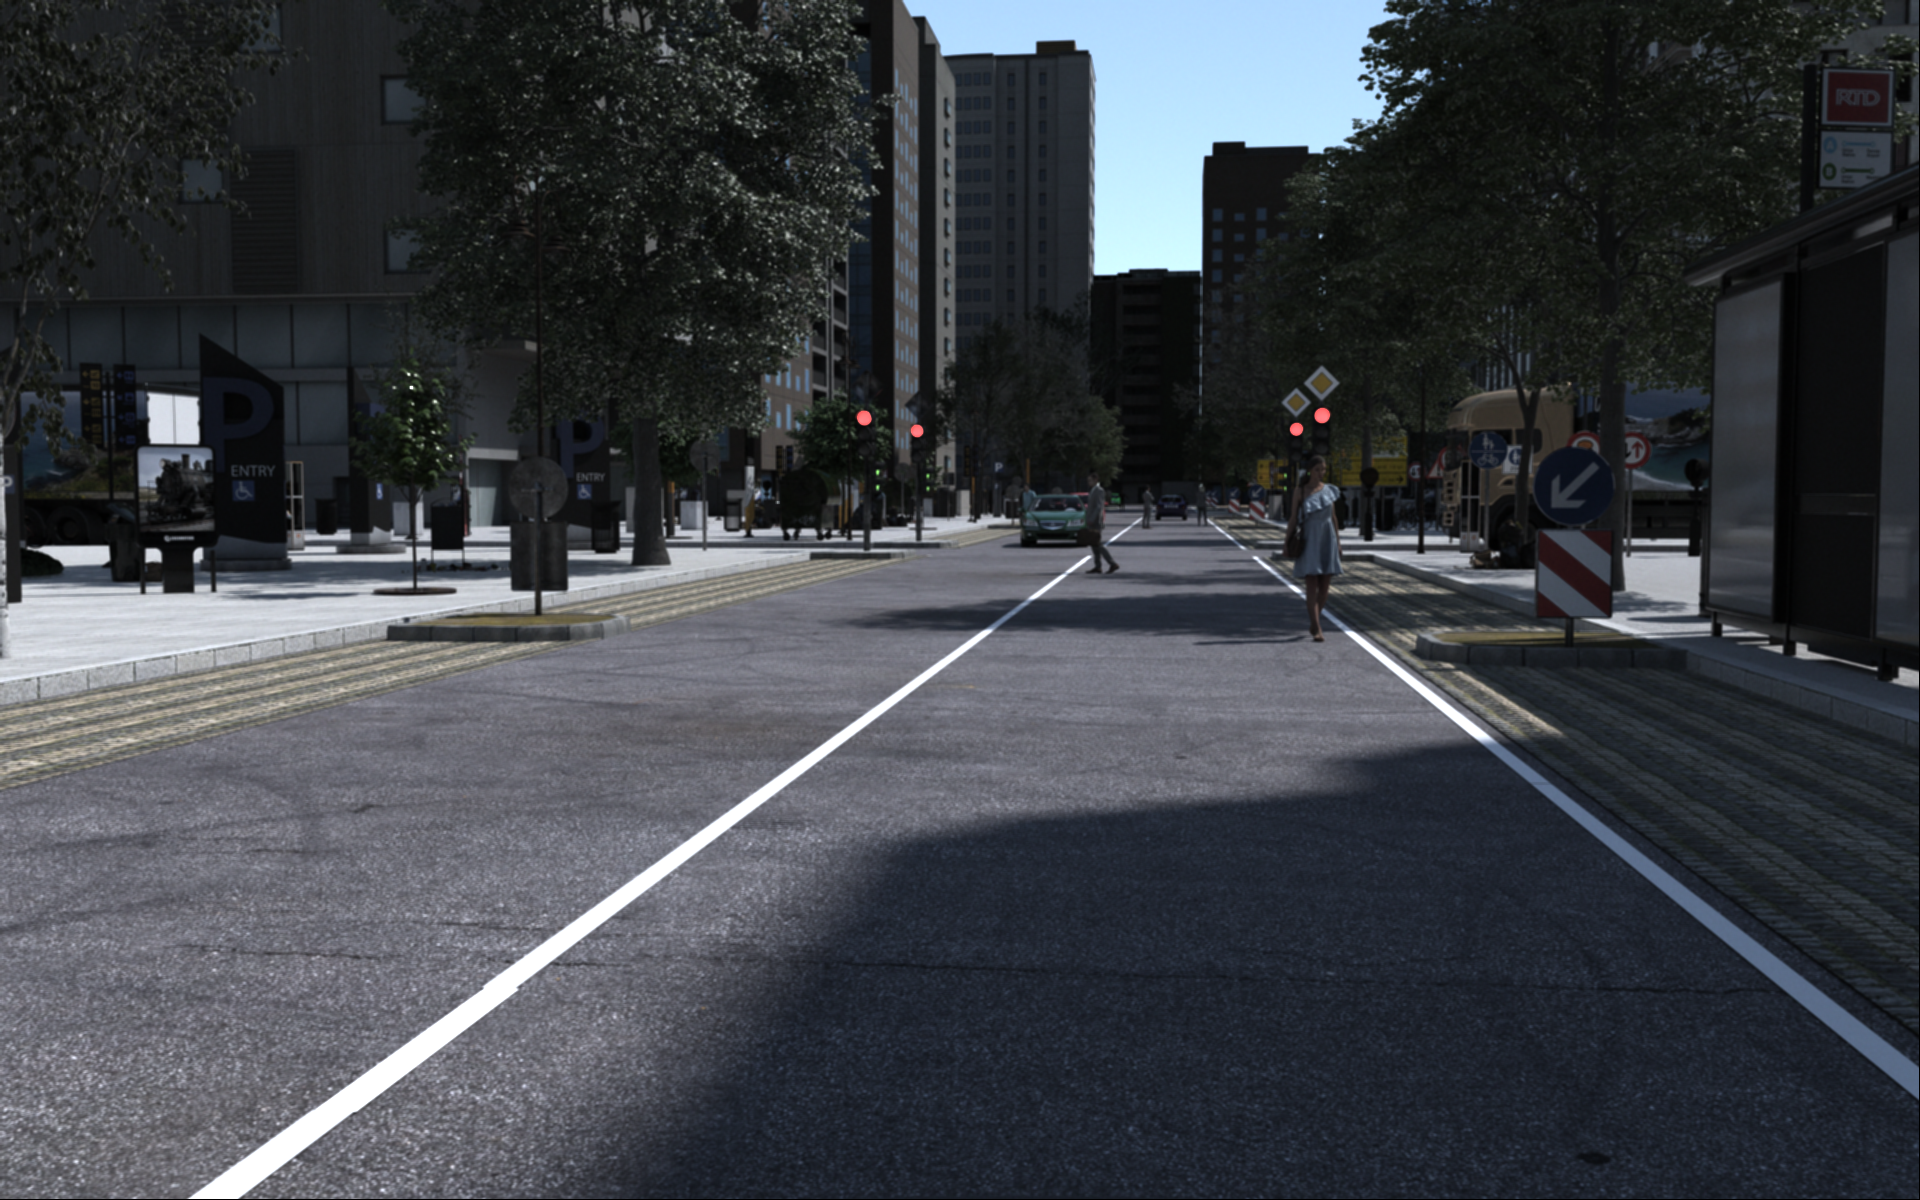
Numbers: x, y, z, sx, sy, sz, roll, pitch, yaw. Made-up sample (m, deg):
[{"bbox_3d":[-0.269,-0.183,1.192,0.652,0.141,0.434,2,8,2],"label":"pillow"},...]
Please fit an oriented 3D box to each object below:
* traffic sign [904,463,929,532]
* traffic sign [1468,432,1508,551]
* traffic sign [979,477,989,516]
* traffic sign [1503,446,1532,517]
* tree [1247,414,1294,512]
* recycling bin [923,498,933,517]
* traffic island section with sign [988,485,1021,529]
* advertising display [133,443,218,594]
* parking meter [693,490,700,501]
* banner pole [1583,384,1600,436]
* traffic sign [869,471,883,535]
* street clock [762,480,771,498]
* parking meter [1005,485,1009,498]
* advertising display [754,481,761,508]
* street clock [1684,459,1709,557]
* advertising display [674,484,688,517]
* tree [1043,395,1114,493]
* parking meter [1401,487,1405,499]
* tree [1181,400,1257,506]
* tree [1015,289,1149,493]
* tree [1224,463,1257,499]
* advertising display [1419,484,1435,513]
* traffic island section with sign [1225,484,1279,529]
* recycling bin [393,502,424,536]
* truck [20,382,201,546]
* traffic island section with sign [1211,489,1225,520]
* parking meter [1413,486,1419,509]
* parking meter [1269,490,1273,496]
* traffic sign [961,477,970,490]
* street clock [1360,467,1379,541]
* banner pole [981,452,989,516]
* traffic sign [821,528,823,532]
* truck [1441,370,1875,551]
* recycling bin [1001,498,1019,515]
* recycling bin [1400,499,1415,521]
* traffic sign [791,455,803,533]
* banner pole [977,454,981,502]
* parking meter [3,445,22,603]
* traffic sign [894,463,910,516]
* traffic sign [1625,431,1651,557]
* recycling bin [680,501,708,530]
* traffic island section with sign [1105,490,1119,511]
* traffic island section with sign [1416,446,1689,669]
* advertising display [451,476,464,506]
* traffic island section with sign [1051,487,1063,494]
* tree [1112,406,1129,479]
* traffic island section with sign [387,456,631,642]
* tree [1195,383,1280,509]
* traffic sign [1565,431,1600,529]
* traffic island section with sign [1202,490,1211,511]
[{"bbox_3d":[-1.489,-3.615,59.115,0.884,2.594,0.081,1,4,12],"label":"traffic sign"},{"bbox_3d":[10.772,-2.158,35.396,0.768,2.556,0.104,1,4,13],"label":"traffic sign"},{"bbox_3d":[1.403,-6.073,101.424,0.606,2.300,0.079,1,4,9],"label":"traffic sign"},{"bbox_3d":[11.614,-2.080,36.143,0.606,2.300,0.079,1,4,12],"label":"traffic sign"},{"bbox_3d":[21.948,-10.570,123.175,4.360,8.622,3.978,0,3,0],"label":"tree"},{"bbox_3d":[-1.657,-5.286,98.984,0.722,1.027,0.722,3,4,37],"label":"recycling bin"},{"bbox_3d":[2.224,-3.843,71.466,1.989,1.847,2.006,0,4,7],"label":"traffic island section with sign"},{"bbox_3d":[-10.122,-1.050,22.374,0.974,1.923,0.123,-2,4,-35],"label":"advertising display"},{"bbox_3d":[-14.750,-5.424,97.096,0.372,1.533,0.369,0,3,0],"label":"parking meter"},{"bbox_3d":[13.296,-2.830,36.281,0.401,3.779,0.863,-3,5,-43],"label":"banner pole"},{"bbox_3d":[-2.831,-3.318,54.247,0.884,2.594,0.081,1,4,14],"label":"traffic sign"},{"bbox_3d":[-10.198,-5.309,91.380,0.471,2.002,0.358,-3,5,-42],"label":"street clock"},{"bbox_3d":[3.027,-6.259,108.050,0.399,1.863,0.255,3,4,36],"label":"parking meter"},{"bbox_3d":[-10.280,-5.018,87.260,0.123,1.923,0.974,1,4,20],"label":"advertising display"},{"bbox_3d":[15.136,-1.898,35.605,0.358,2.002,0.471,-1,4,-21],"label":"street clock"},{"bbox_3d":[-15.685,-5.613,96.987,0.974,1.923,0.123,-3,5,-40],"label":"advertising display"},{"bbox_3d":[12.342,-15.631,181.324,9.928,11.665,9.643,0,3,0],"label":"tree"},{"bbox_3d":[27.008,-6.131,105.949,0.399,1.863,0.255,2,4,32],"label":"parking meter"},{"bbox_3d":[28.617,-16.610,188.585,9.611,12.733,9.660,0,3,0],"label":"tree"},{"bbox_3d":[11.642,-18.468,157.839,12.611,20.169,13.585,0,3,0],"label":"tree"},{"bbox_3d":[27.902,-11.517,172.014,4.285,4.588,4.351,0,3,0],"label":"tree"},{"bbox_3d":[28.672,-6.186,106.353,0.974,1.923,0.123,1,4,9],"label":"advertising display"},{"bbox_3d":[11.972,-3.795,70.681,1.989,1.847,2.006,0,4,7],"label":"traffic island section with sign"},{"bbox_3d":[-16.979,-2.493,53.318,0.722,1.027,0.722,0,3,0],"label":"recycling bin"},{"bbox_3d":[-25.738,-3.453,45.371,11.283,4.237,2.839,0,4,8],"label":"truck"},{"bbox_3d":[15.306,-5.440,97.573,1.989,1.847,2.006,0,4,7],"label":"traffic island section with sign"},{"bbox_3d":[31.320,-6.928,118.978,0.399,1.863,0.255,2,4,29],"label":"parking meter"},{"bbox_3d":[19.097,-6.155,106.343,0.255,1.863,0.399,1,4,9],"label":"parking meter"},{"bbox_3d":[0.368,-6.194,103.403,0.606,2.300,0.079,1,4,10],"label":"traffic sign"},{"bbox_3d":[11.111,-2.599,47.057,0.471,2.002,0.358,0,4,-2],"label":"street clock"},{"bbox_3d":[1.607,-6.940,103.480,0.401,3.779,0.863,0,4,1],"label":"banner pole"},{"bbox_3d":[-4.593,-3.514,57.461,0.884,2.594,0.081,1,4,14],"label":"traffic sign"},{"bbox_3d":[16.493,-3.155,40.502,11.283,4.237,2.839,0,4,6],"label":"truck"},{"bbox_3d":[3.078,-5.597,104.071,0.722,1.027,0.722,1,4,19],"label":"recycling bin"},{"bbox_3d":[21.658,-4.361,83.856,0.722,1.027,0.722,0,4,1],"label":"recycling bin"},{"bbox_3d":[-5.260,-3.476,56.829,0.884,2.594,0.081,1,4,15],"label":"traffic sign"},{"bbox_3d":[1.218,-7.185,107.491,0.401,3.779,0.863,2,4,31],"label":"banner pole"},{"bbox_3d":[-11.276,-0.893,20.313,0.255,1.863,0.399,1,4,20],"label":"parking meter"},{"bbox_3d":[-2.329,-4.293,70.302,0.768,2.556,0.104,1,4,16],"label":"traffic sign"},{"bbox_3d":[13.615,-2.146,35.197,0.768,2.556,0.104,1,4,10],"label":"traffic sign"},{"bbox_3d":[-9.535,-3.031,62.108,0.722,1.027,0.722,2,4,29],"label":"recycling bin"},{"bbox_3d":[15.070,-10.174,174.974,1.989,1.847,2.006,0,4,7],"label":"traffic island section with sign"},{"bbox_3d":[5.085,-0.400,15.172,1.989,1.847,2.006,0,4,7],"label":"traffic island section with sign"},{"bbox_3d":[-18.046,-3.486,62.210,0.123,1.923,0.974,-3,4,-37],"label":"advertising display"},{"bbox_3d":[5.552,-5.485,98.308,1.989,1.847,2.006,0,4,7],"label":"traffic island section with sign"},{"bbox_3d":[15.600,-17.178,198.983,7.486,12.596,7.792,0,3,0],"label":"tree"},{"bbox_3d":[-4.456,-0.549,17.597,1.989,1.847,2.006,0,4,7],"label":"traffic island section with sign"},{"bbox_3d":[24.585,-13.900,153.015,9.928,11.665,9.643,0,3,0],"label":"tree"},{"bbox_3d":[12.600,-2.133,34.988,0.768,2.556,0.104,1,4,14],"label":"traffic sign"},{"bbox_3d":[21.411,-8.452,146.825,1.989,1.847,2.006,0,4,7],"label":"traffic island section with sign"}]
